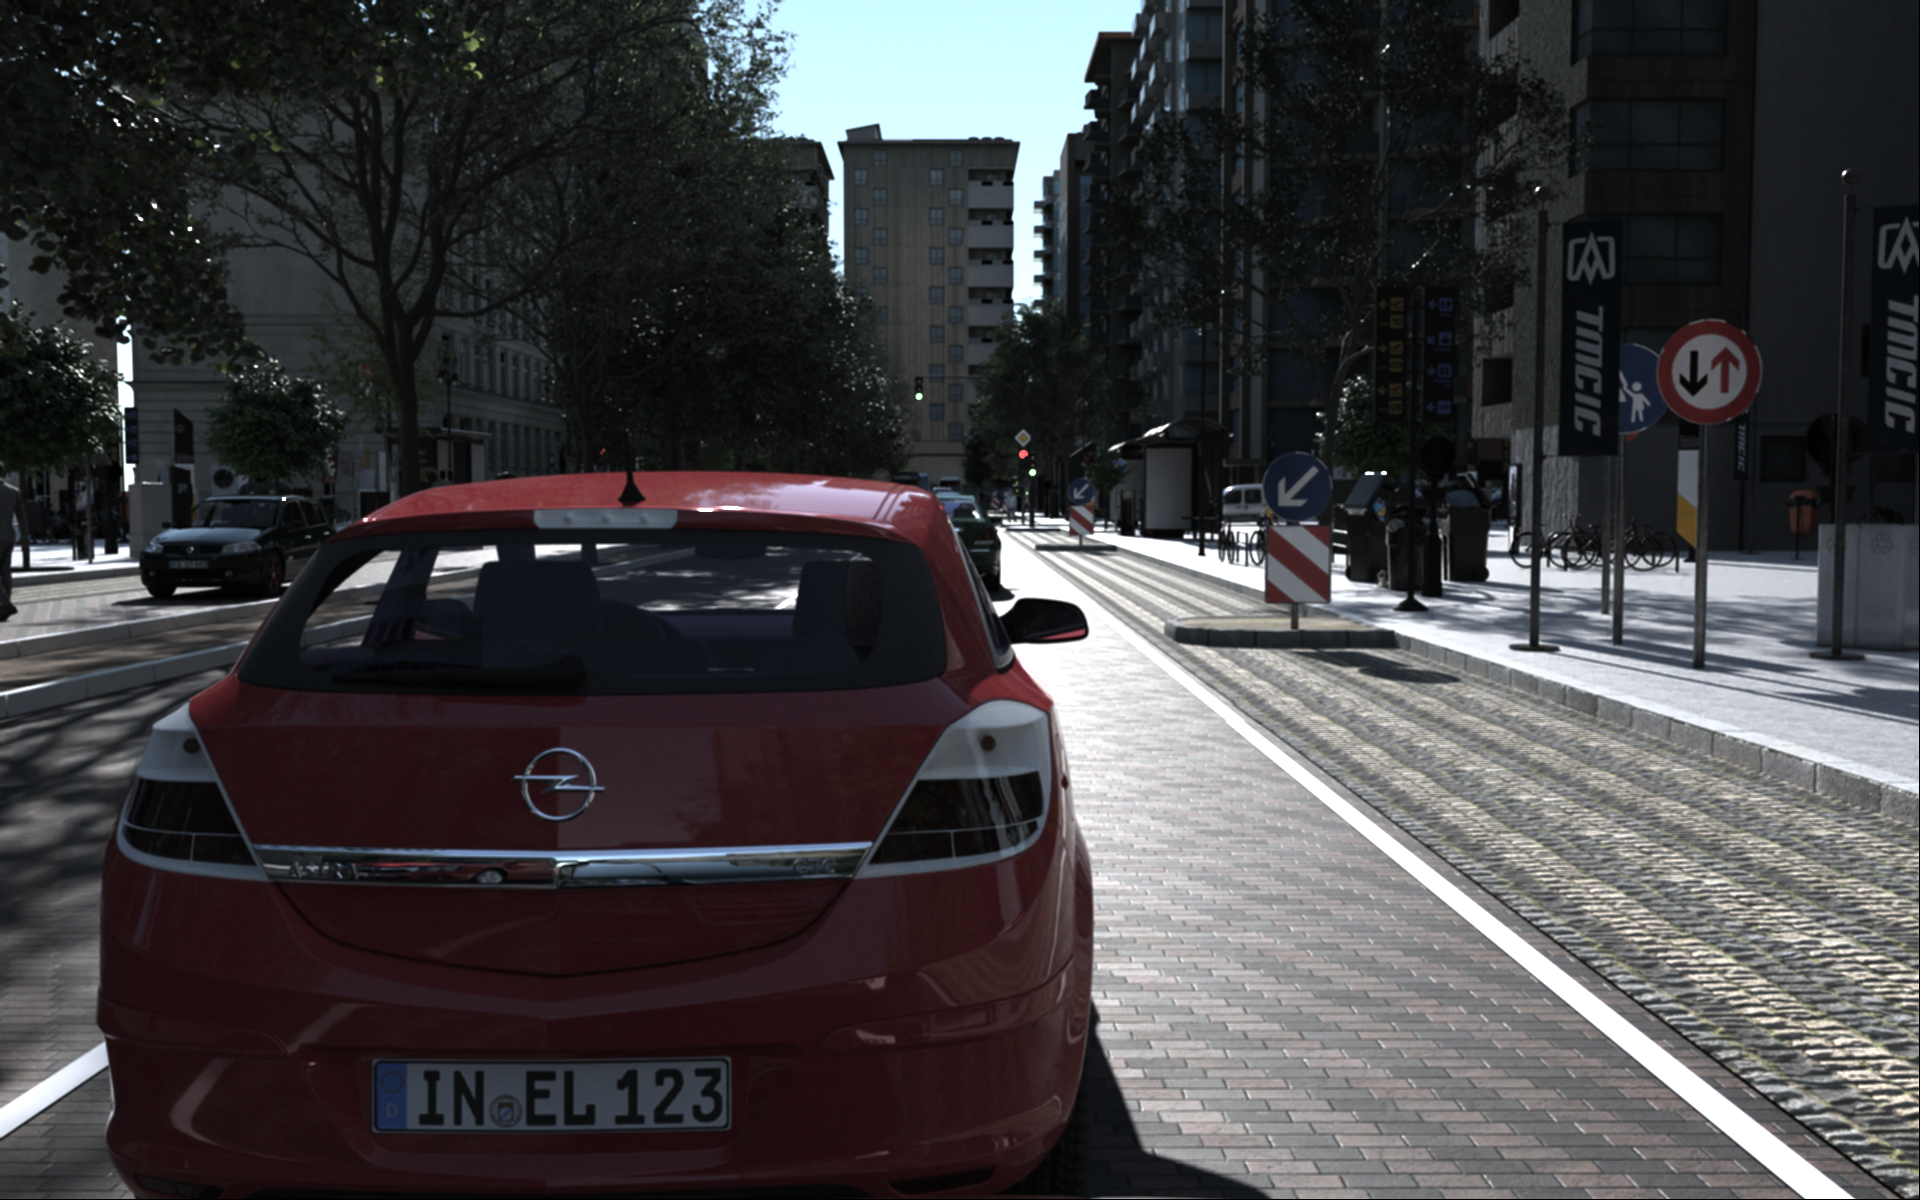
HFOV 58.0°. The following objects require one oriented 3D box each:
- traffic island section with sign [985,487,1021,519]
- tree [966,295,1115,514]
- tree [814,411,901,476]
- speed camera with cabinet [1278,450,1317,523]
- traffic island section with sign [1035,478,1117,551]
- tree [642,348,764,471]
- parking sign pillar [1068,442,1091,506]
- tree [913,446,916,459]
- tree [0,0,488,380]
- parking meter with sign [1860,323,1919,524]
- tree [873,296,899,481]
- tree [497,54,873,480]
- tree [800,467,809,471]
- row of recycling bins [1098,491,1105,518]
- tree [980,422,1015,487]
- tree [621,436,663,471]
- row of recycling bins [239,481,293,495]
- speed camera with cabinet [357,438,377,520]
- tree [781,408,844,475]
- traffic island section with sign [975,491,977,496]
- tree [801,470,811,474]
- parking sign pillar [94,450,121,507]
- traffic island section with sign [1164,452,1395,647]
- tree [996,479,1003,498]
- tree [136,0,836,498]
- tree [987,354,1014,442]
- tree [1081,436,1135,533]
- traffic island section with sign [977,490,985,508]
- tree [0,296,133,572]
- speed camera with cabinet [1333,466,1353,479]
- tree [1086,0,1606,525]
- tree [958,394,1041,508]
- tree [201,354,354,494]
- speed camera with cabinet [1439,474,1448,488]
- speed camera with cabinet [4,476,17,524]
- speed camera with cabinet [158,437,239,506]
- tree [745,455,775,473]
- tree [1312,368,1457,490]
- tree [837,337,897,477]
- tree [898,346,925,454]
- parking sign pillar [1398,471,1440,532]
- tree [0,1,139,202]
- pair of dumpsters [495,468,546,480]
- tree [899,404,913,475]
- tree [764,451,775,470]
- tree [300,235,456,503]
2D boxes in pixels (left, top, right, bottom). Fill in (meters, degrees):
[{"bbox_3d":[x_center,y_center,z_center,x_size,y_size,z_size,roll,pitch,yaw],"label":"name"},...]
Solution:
[{"bbox_3d":[2.607,-5.545,99.292,1.989,1.847,2.006,0,4,0],"label":"traffic island section with sign"},{"bbox_3d":[5.707,-12.455,110.302,9.857,13.997,8.962,0,3,0],"label":"tree"},{"bbox_3d":[-7.696,-10.232,104.158,8.767,10.594,7.601,0,4,0],"label":"tree"},{"bbox_3d":[14.995,-5.055,76.979,2.038,3.252,0.660,0,4,4],"label":"speed camera with cabinet"},{"bbox_3d":[2.918,-2.166,44.044,1.989,1.847,2.006,0,4,0],"label":"traffic island section with sign"},{"bbox_3d":[-17.296,-11.885,112.449,7.486,12.596,7.792,0,3,0],"label":"tree"},{"bbox_3d":[6.043,-6.050,87.397,1.447,3.967,1.447,-1,4,-10],"label":"parking sign pillar"},{"bbox_3d":[-7.976,-12.444,122.927,9.611,12.733,9.660,0,3,0],"label":"tree"},{"bbox_3d":[-6.993,-6.178,10.126,9.857,13.997,8.962,0,3,0],"label":"tree"},{"bbox_3d":[9.947,-1.282,17.230,0.543,3.016,1.738,-3,5,-41],"label":"parking meter with sign"},{"bbox_3d":[-7.036,-8.304,55.230,9.611,12.733,9.660,0,3,0],"label":"tree"},{"bbox_3d":[-7.399,-7.687,45.147,9.611,12.733,9.660,0,3,0],"label":"tree"},{"bbox_3d":[-16.289,-13.463,170.477,4.737,8.622,4.395,0,3,0],"label":"tree"},{"bbox_3d":[8.881,-5.291,93.617,3.534,1.692,1.069,-3,4,-38],"label":"row of recycling bins"},{"bbox_3d":[4.894,-16.242,183.677,7.486,12.596,7.792,0,3,0],"label":"tree"},{"bbox_3d":[-16.793,-6.729,93.740,4.285,4.588,4.351,0,3,0],"label":"tree"},{"bbox_3d":[-23.102,-3.085,57.545,1.069,1.692,3.534,-3,4,-39],"label":"row of recycling bins"},{"bbox_3d":[-20.879,-4.076,60.984,0.660,3.252,2.038,-1,4,-18],"label":"speed camera with cabinet"},{"bbox_3d":[-7.679,-8.287,88.309,4.360,8.622,3.978,0,3,0],"label":"tree"},{"bbox_3d":[2.184,-10.294,176.935,1.989,1.847,2.006,0,4,0],"label":"traffic island section with sign"},{"bbox_3d":[-16.469,-12.955,195.521,4.285,4.588,4.351,0,3,0],"label":"tree"},{"bbox_3d":[-42.754,-6.008,86.707,1.447,3.967,1.447,2,4,28],"label":"parking sign pillar"},{"bbox_3d":[3.066,-0.517,17.089,1.989,1.847,2.006,0,4,0],"label":"traffic island section with sign"},{"bbox_3d":[4.187,-14.998,195.583,4.737,8.622,4.395,0,3,0],"label":"tree"},{"bbox_3d":[-7.411,-7.425,34.232,12.009,13.543,11.850,0,3,0],"label":"tree"},{"bbox_3d":[5.214,-9.034,82.114,8.767,10.594,7.601,1,4,11],"label":"tree"},{"bbox_3d":[4.727,-3.850,57.552,1.663,3.219,1.824,0,3,0],"label":"tree"},{"bbox_3d":[2.463,-7.225,126.762,1.989,1.847,2.006,0,4,0],"label":"traffic island section with sign"},{"bbox_3d":[-15.760,-2.772,29.041,4.285,4.588,4.351,0,3,0],"label":"tree"},{"bbox_3d":[11.601,-3.444,50.643,0.660,3.252,2.038,3,4,39],"label":"speed camera with cabinet"},{"bbox_3d":[6.054,-5.775,28.827,8.767,10.594,7.601,1,4,14],"label":"tree"},{"bbox_3d":[4.343,-14.980,161.937,9.611,12.733,9.660,0,3,0],"label":"tree"},{"bbox_3d":[-16.013,-3.476,40.551,4.285,4.588,4.351,0,3,0],"label":"tree"},{"bbox_3d":[21.222,-4.883,74.169,2.038,3.252,0.660,0,4,6],"label":"speed camera with cabinet"},{"bbox_3d":[-41.588,-4.953,75.313,0.660,3.252,2.038,-3,5,-42],"label":"speed camera with cabinet"},{"bbox_3d":[-22.089,-3.423,50.295,2.038,3.252,0.660,-1,4,-15],"label":"speed camera with cabinet"},{"bbox_3d":[-16.709,-9.633,141.205,4.285,4.588,4.351,0,3,0],"label":"tree"},{"bbox_3d":[10.407,-3.598,42.537,4.285,4.588,4.351,0,3,0],"label":"tree"},{"bbox_3d":[-7.774,-11.309,113.109,9.928,11.665,9.643,0,3,0],"label":"tree"},{"bbox_3d":[-7.422,-10.159,78.929,12.009,13.543,11.850,0,3,0],"label":"tree"},{"bbox_3d":[15.575,-4.304,58.846,1.447,3.967,1.447,2,4,27],"label":"parking sign pillar"},{"bbox_3d":[-7.056,-6.669,21.872,12.009,13.543,11.850,0,3,0],"label":"tree"},{"bbox_3d":[-16.126,-3.744,63.708,1.574,2.255,4.437,0,4,0],"label":"pair of dumpsters"},{"bbox_3d":[-7.694,-10.761,95.403,9.611,12.733,9.660,0,3,0],"label":"tree"},{"bbox_3d":[-16.546,-14.158,149.618,7.486,12.596,7.792,0,3,0],"label":"tree"},{"bbox_3d":[-15.914,-5.979,48.114,4.737,8.622,4.395,0,3,0],"label":"tree"}]
